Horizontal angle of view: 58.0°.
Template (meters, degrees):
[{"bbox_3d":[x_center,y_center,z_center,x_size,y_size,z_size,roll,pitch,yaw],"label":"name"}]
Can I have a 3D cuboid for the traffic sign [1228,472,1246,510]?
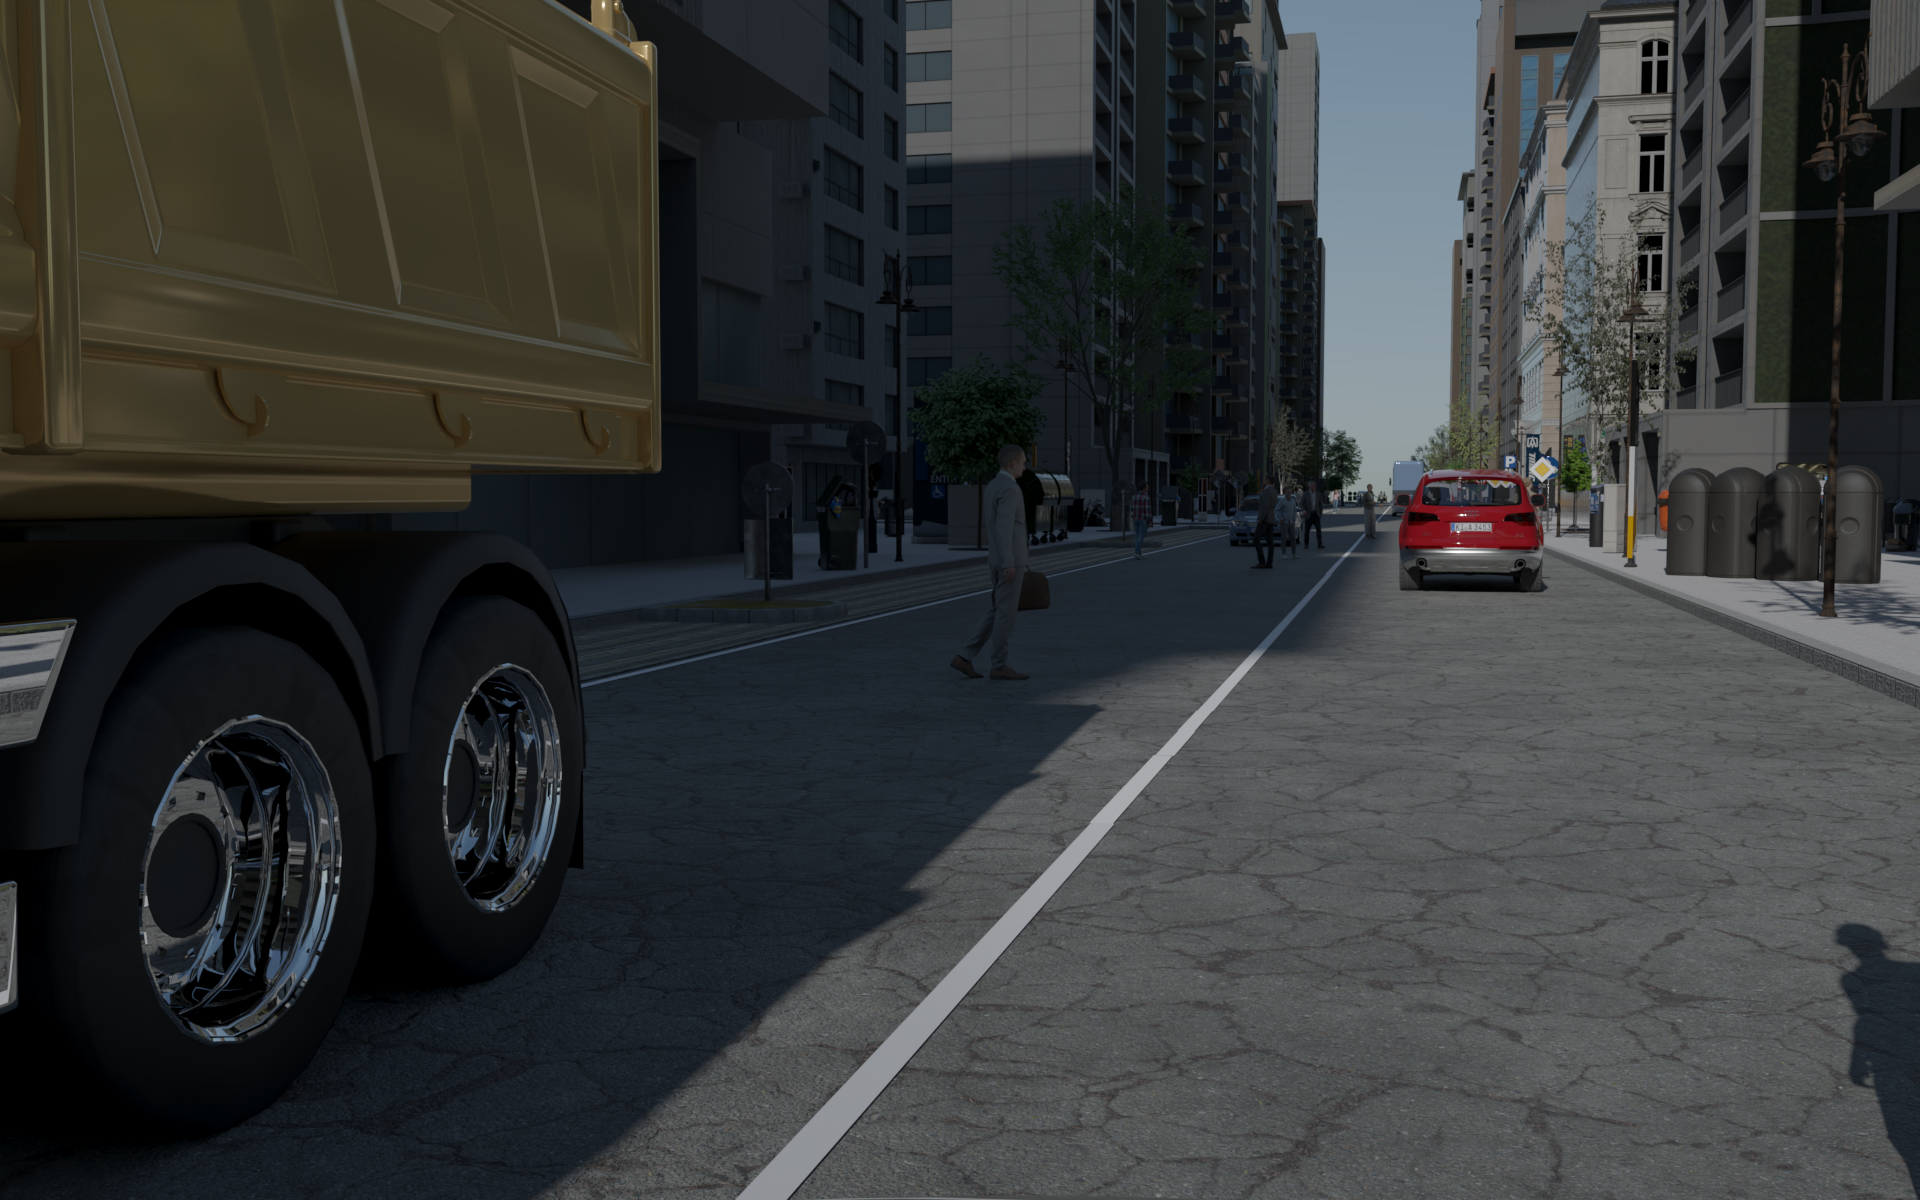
[{"bbox_3d":[12.549,-4.578,78.488,0.795,2.450,0.064,1,4,14],"label":"traffic sign"}]

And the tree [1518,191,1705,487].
[{"bbox_3d":[16.058,-5.668,43.030,4.360,8.622,3.978,0,3,0],"label":"tree"}]

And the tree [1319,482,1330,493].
[{"bbox_3d":[52.151,-15.399,246.371,1.663,3.219,1.824,0,3,0],"label":"tree"}]

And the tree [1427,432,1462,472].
[{"bbox_3d":[56.991,-15.407,202.270,4.360,8.622,3.978,0,3,0],"label":"tree"}]

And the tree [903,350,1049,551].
[{"bbox_3d":[0.365,-3.423,39.678,4.285,4.588,4.351,0,3,0],"label":"tree"}]

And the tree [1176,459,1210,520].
[{"bbox_3d":[11.652,-5.668,87.273,1.663,3.219,1.824,0,3,0],"label":"tree"}]

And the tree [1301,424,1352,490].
[{"bbox_3d":[47.847,-17.851,226.271,7.601,10.594,8.767,2,4,32],"label":"tree"}]

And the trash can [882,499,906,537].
[{"bbox_3d":[-1.958,-2.450,51.712,0.748,1.137,0.748,0,3,0],"label":"trash can"}]

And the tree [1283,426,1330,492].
[{"bbox_3d":[39.225,-14.849,193.138,4.737,8.622,4.395,0,3,0],"label":"tree"}]

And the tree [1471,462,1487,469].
[{"bbox_3d":[31.286,-6.749,104.954,1.663,3.219,1.824,0,3,0],"label":"tree"}]

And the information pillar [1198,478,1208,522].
[{"bbox_3d":[11.275,-4.645,80.435,0.304,2.012,0.304,-2,4,-29],"label":"information pillar"}]

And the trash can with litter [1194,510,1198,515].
[{"bbox_3d":[14.285,-5.852,107.068,1.055,1.170,0.624,-2,4,-25],"label":"trash can with litter"}]

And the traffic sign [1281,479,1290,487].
[{"bbox_3d":[26.827,-8.726,142.779,0.768,2.556,0.104,1,4,21],"label":"traffic sign"}]

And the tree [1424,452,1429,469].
[{"bbox_3d":[59.228,-16.041,212.637,4.737,8.622,4.395,0,3,0],"label":"tree"}]

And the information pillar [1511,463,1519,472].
[{"bbox_3d":[34.523,-7.131,107.942,0.504,3.616,0.183,1,4,9],"label":"information pillar"}]

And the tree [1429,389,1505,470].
[{"bbox_3d":[35.609,-10.406,120.494,4.737,8.622,4.395,0,3,0],"label":"tree"}]

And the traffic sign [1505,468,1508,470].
[{"bbox_3d":[21.419,-3.935,67.974,0.795,2.450,0.064,1,4,14],"label":"traffic sign"}]

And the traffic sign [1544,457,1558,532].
[{"bbox_3d":[20.014,-3.597,58.920,0.768,2.556,0.104,1,4,19],"label":"traffic sign"}]

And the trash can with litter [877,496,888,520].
[{"bbox_3d":[-4.059,-4.589,86.424,1.055,1.170,0.624,2,4,26],"label":"trash can with litter"}]

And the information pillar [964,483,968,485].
[{"bbox_3d":[0.206,-6.171,92.247,0.183,3.616,0.504,3,5,43],"label":"information pillar"}]

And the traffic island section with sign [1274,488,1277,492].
[{"bbox_3d":[18.106,-5.613,100.406,1.989,1.847,2.006,1,4,14],"label":"traffic island section with sign"}]

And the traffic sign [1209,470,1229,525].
[{"bbox_3d":[10.575,-4.104,70.750,0.795,2.450,0.064,1,4,14],"label":"traffic sign"}]

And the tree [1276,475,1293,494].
[{"bbox_3d":[29.939,-10.130,160.228,1.663,3.219,1.824,0,3,0],"label":"tree"}]

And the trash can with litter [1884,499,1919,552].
[{"bbox_3d":[21.073,-1.665,38.611,1.055,1.170,0.624,-3,5,-42],"label":"trash can with litter"}]

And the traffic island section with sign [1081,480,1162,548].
[{"bbox_3d":[4.408,-2.327,46.672,1.989,1.847,2.006,1,4,14],"label":"traffic island section with sign"}]

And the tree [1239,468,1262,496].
[{"bbox_3d":[19.407,-7.481,116.912,1.663,3.219,1.824,0,3,0],"label":"tree"}]

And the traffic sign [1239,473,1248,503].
[{"bbox_3d":[16.673,-6.265,102.537,0.768,2.556,0.104,1,4,15],"label":"traffic sign"}]

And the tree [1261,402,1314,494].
[{"bbox_3d":[25.751,-11.463,137.789,4.360,8.622,3.978,0,3,0],"label":"tree"}]

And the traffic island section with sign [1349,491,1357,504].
[{"bbox_3d":[57.392,-15.036,254.459,1.989,1.847,2.006,1,4,14],"label":"traffic island section with sign"}]

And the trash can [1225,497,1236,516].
[{"bbox_3d":[15.643,-5.415,100.187,0.748,1.137,0.748,0,3,0],"label":"trash can"}]

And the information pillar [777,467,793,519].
[{"bbox_3d":[-4.689,-2.566,46.439,0.304,2.012,0.304,2,4,34],"label":"information pillar"}]

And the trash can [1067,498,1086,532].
[{"bbox_3d":[3.863,-2.853,58.307,0.748,1.137,0.748,0,3,0],"label":"trash can"}]

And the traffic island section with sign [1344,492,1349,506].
[{"bbox_3d":[43.916,-11.805,201.632,1.989,1.847,2.006,1,4,14],"label":"traffic island section with sign"}]

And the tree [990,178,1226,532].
[{"bbox_3d":[5.138,-8.129,58.671,9.928,11.665,9.643,0,3,0],"label":"tree"}]

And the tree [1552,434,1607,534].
[{"bbox_3d":[19.971,-3.776,56.346,1.663,3.219,1.824,0,3,0],"label":"tree"}]

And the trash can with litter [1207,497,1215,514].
[{"bbox_3d":[15.975,-6.018,109.780,0.624,1.170,1.055,-3,5,-43],"label":"trash can with litter"}]

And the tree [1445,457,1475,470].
[{"bbox_3d":[44.136,-10.326,152.535,4.285,4.588,4.351,0,3,0],"label":"tree"}]

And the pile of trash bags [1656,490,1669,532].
[{"bbox_3d":[16.895,-1.755,38.454,3.447,1.369,1.912,-1,4,-22],"label":"pile of trash bags"}]

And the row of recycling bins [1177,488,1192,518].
[{"bbox_3d":[11.827,-5.249,92.933,1.069,1.692,3.534,0,4,-5],"label":"row of recycling bins"}]

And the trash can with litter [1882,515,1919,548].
[{"bbox_3d":[22.811,-1.862,41.508,2.233,1.210,1.678,-1,4,-9],"label":"trash can with litter"}]

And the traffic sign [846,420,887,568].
[{"bbox_3d":[-1.630,-1.826,29.959,0.768,2.556,0.104,1,4,19],"label":"traffic sign"}]

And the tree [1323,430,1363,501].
[{"bbox_3d":[67.380,-23.684,305.362,7.486,12.596,7.792,0,3,0],"label":"tree"}]

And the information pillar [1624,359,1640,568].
[{"bbox_3d":[11.817,-2.387,30.385,0.183,3.616,0.504,2,4,28],"label":"information pillar"}]

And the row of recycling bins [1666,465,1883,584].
[{"bbox_3d":[12.212,-1.166,26.171,1.069,1.692,3.534,-2,4,-28],"label":"row of recycling bins"}]

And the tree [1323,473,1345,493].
[{"bbox_3d":[55.979,-16.870,259.529,4.285,4.588,4.351,0,3,0],"label":"tree"}]

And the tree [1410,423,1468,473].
[{"bbox_3d":[63.286,-17.996,228.643,8.767,10.594,7.601,1,4,15],"label":"tree"}]

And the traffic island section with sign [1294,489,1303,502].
[{"bbox_3d":[24.859,-7.232,126.874,1.989,1.847,2.006,1,4,14],"label":"traffic island section with sign"}]

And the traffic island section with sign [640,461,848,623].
[{"bbox_3d":[-2.389,-0.698,20.044,1.989,1.847,2.006,1,4,14],"label":"traffic island section with sign"}]

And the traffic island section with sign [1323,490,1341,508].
[{"bbox_3d":[37.170,-10.185,175.148,1.989,1.847,2.006,1,4,14],"label":"traffic island section with sign"}]

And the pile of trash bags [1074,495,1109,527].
[{"bbox_3d":[4.644,-3.618,68.906,1.912,1.369,3.447,-1,4,-10],"label":"pile of trash bags"}]
